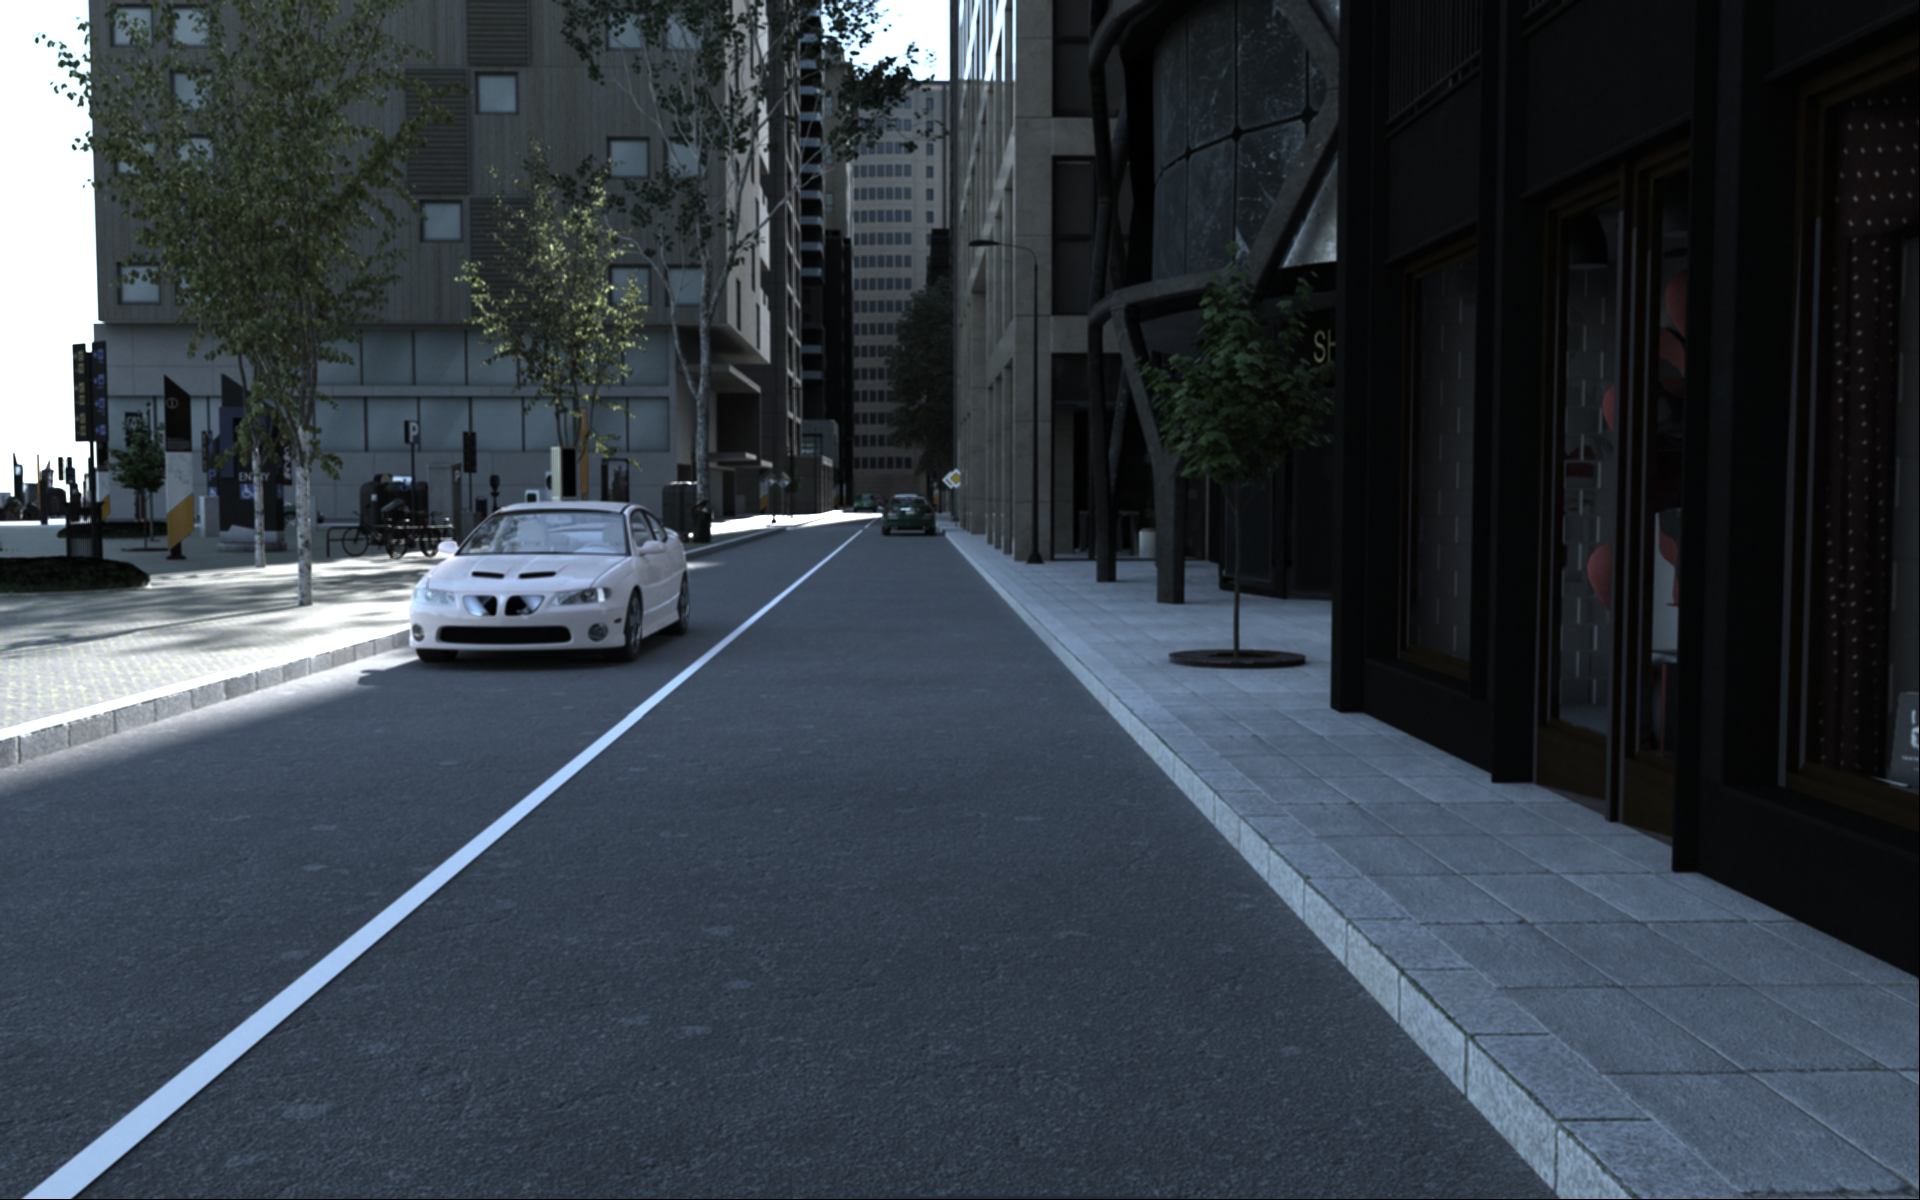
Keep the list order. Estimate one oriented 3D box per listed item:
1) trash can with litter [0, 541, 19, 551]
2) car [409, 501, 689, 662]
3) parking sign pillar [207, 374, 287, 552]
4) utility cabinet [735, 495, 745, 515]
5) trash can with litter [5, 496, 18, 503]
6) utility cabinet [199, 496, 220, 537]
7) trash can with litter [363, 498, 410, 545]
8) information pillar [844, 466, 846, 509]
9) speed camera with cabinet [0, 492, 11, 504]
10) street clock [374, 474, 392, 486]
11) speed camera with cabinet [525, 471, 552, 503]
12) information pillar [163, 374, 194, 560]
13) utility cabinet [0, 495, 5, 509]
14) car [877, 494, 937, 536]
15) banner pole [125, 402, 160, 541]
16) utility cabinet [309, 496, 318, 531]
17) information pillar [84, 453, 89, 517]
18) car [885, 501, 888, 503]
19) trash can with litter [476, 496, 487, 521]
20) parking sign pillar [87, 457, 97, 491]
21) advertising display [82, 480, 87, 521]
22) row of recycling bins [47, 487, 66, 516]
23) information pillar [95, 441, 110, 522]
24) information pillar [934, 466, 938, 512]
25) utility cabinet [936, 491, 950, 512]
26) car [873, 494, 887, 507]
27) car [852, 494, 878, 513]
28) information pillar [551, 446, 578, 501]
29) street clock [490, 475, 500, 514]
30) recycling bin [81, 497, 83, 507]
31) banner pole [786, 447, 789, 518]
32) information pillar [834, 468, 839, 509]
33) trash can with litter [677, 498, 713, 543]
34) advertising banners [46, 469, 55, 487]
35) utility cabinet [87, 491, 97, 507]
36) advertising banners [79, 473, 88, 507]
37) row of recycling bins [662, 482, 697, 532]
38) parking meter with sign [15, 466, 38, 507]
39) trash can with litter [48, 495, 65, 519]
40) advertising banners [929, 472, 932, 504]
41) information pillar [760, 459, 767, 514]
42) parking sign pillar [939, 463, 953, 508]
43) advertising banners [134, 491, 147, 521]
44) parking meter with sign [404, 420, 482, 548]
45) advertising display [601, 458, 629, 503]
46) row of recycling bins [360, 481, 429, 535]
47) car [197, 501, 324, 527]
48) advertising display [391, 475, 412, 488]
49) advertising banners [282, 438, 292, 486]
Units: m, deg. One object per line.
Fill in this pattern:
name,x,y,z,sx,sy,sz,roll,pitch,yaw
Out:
trash can with litter,-22.474,-1.699,38.830,2.233,1.210,1.678,-1,4,-18
car,-3.709,-0.241,16.305,2.083,1.381,4.827,0,4,0
parking sign pillar,-15.869,-3.074,38.739,1.447,3.967,1.447,0,4,2
utility cabinet,-13.694,-5.805,106.071,1.020,1.237,0.306,0,4,-6
trash can with litter,-50.498,-4.942,92.191,0.624,1.170,1.055,-2,4,-30
utility cabinet,-22.373,-2.511,52.223,0.306,1.237,1.020,2,4,33
trash can with litter,-14.479,-1.979,43.744,0.624,1.170,1.055,3,4,38
information pillar,-9.671,-9.405,145.133,0.183,3.616,0.504,-1,4,-13
speed camera with cabinet,-65.739,-7.578,118.236,0.660,3.252,2.038,1,4,11
street clock,-21.115,-3.583,63.152,0.358,2.002,0.471,2,4,25
speed camera with cabinet,-15.844,-4.401,66.296,2.038,3.252,0.660,3,5,42
information pillar,-15.347,-2.608,33.997,0.504,3.616,0.183,-2,4,-32
utility cabinet,-60.916,-6.017,109.539,1.020,1.237,0.306,1,4,11
car,-1.834,-3.013,61.062,2.131,1.459,4.920,0,4,-4
banner pole,-22.113,-3.472,46.790,0.401,3.779,0.863,3,5,41
utility cabinet,-22.700,-3.031,60.719,0.306,1.237,1.020,-1,4,-19
information pillar,-49.501,-6.530,98.117,0.183,3.616,0.504,-2,4,-26
car,-4.063,-6.302,115.620,1.945,1.354,3.894,0,4,-1
trash can with litter,-16.209,-2.989,59.923,1.678,1.210,2.233,2,4,25
parking sign pillar,-63.642,-8.486,127.216,1.447,3.967,1.447,-1,4,-12
advertising display,-41.751,-4.736,82.645,0.123,1.923,0.974,-2,4,-24
row of recycling bins,-53.109,-5.781,101.638,1.069,1.692,3.534,-1,4,-20
information pillar,-31.727,-4.447,64.065,0.183,3.616,0.504,2,4,24
information pillar,-1.717,-8.044,122.873,0.183,3.616,0.504,-3,4,-36
utility cabinet,-1.314,-7.071,124.292,1.173,1.500,0.318,-2,4,-27
car,-8.177,-9.713,167.847,2.155,1.783,4.494,0,4,-4
car,-7.417,-7.734,135.240,1.959,1.807,4.718,0,4,-3
information pillar,-6.129,-1.369,26.879,0.304,2.012,0.304,-3,5,-41
street clock,-17.722,-3.758,66.011,0.358,2.002,0.471,0,4,3
recycling bin,-67.531,-7.434,134.094,0.722,1.027,0.722,0,3,0
banner pole,-9.080,-6.188,91.187,0.401,3.779,0.863,0,4,-4
information pillar,-10.583,-9.598,148.284,0.504,3.616,0.183,-1,4,-11
trash can with litter,-7.038,-2.088,45.532,1.055,1.170,0.624,0,4,8
advertising banners,-64.569,-7.659,121.413,2.074,3.025,0.090,-1,4,-17
utility cabinet,-62.148,-7.052,123.984,0.318,1.500,1.173,-1,4,-11
advertising banners,-74.055,-9.139,145.615,0.090,3.025,2.074,1,4,19
row of recycling bins,-9.575,-3.251,60.265,1.069,1.692,3.534,-2,4,-25
parking meter with sign,-58.622,-6.916,109.345,0.543,3.016,1.738,2,4,26
trash can with litter,-47.106,-4.784,89.276,1.678,1.210,2.233,1,4,20
advertising banners,-2.336,-8.615,137.048,0.090,3.025,2.074,0,4,-5
information pillar,-12.434,-7.221,109.418,0.504,3.616,0.183,-1,4,-9
parking sign pillar,-1.063,-8.662,130.103,1.447,3.967,1.447,-2,4,-34
advertising banners,-29.909,-4.107,63.329,0.090,3.025,2.074,-3,5,-39
parking meter with sign,-12.211,-2.739,41.049,1.738,3.016,0.543,1,4,13
advertising display,-6.199,-1.588,31.176,0.123,1.923,0.974,1,4,12
row of recycling bins,-17.797,-2.992,56.035,1.069,1.692,3.534,3,4,37
car,-28.544,-3.608,70.794,4.920,1.459,2.131,0,4,-3
advertising display,-18.940,-3.287,58.960,0.974,1.923,0.123,2,4,26
advertising banners,-21.456,-3.521,53.754,0.090,3.025,2.074,2,4,27
